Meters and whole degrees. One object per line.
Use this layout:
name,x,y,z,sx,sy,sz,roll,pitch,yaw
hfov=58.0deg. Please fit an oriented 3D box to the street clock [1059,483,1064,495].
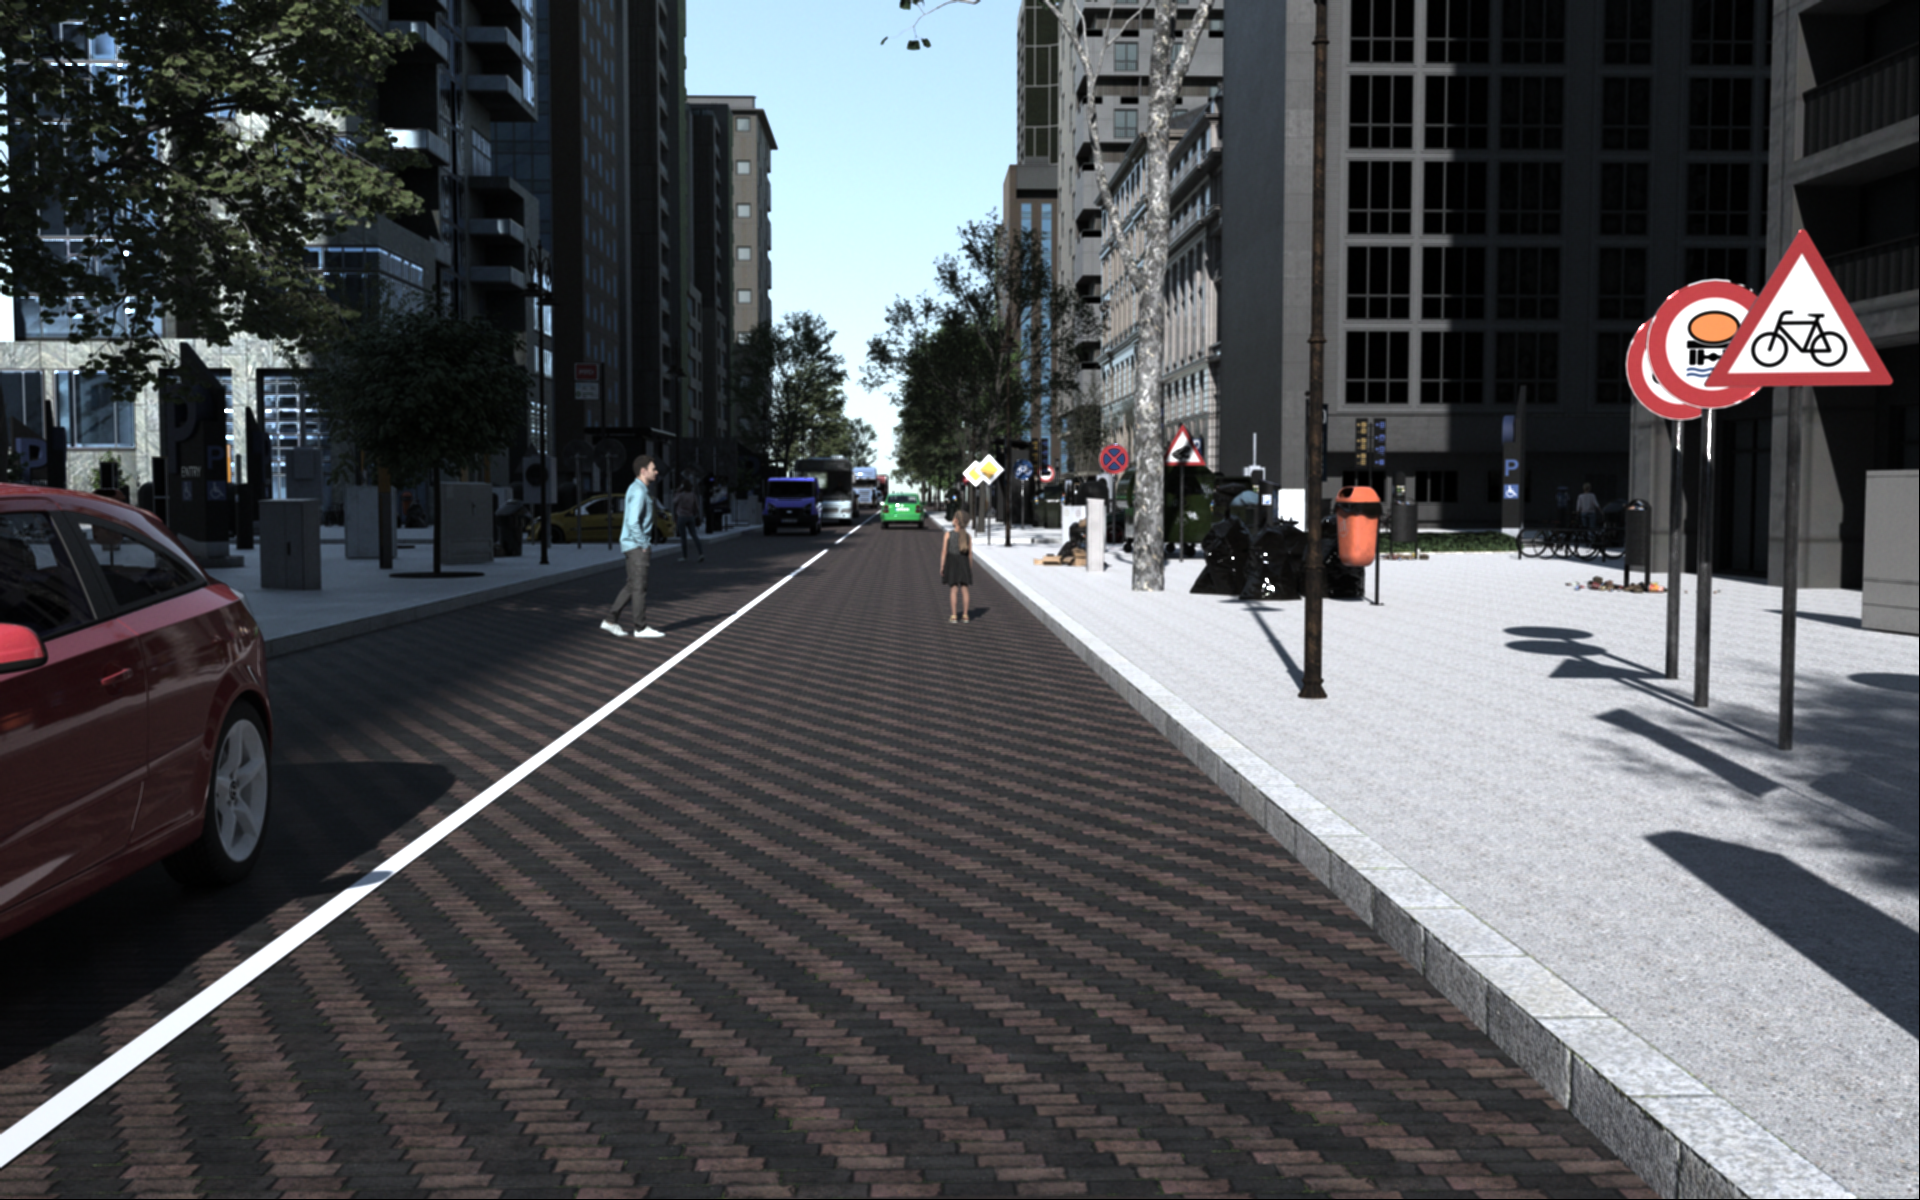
street clock,6.516,-6.575,112.063,0.358,2.002,0.471,-1,4,-21

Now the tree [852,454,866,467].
tree,-16.840,-20.415,284.141,4.737,8.622,4.395,0,3,0

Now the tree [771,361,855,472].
tree,-12.546,-13.902,145.423,7.486,12.596,7.792,0,3,0

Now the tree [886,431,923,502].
tree,-5.211,-20.055,238.272,12.009,13.543,11.850,0,3,0

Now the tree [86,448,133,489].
tree,-34.537,-4.652,70.667,1.663,3.219,1.824,0,3,0

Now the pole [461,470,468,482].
pole,-15.050,-3.594,52.607,0.158,3.312,0.155,0,3,0

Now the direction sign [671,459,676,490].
direction sign,-18.818,-7.392,112.851,0.379,3.537,0.876,3,5,43

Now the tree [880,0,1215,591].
tree,3.564,-10.253,23.527,12.611,20.169,13.585,0,3,0

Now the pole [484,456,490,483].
pole,-13.721,-3.452,50.281,0.158,3.312,0.155,0,3,0

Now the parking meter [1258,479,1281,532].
parking meter,5.188,-1.261,29.035,0.372,1.533,0.369,0,3,0

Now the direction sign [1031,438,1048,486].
direction sign,3.233,-4.800,70.485,0.876,3.537,0.379,-3,4,-38

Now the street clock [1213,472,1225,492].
street clock,8.431,-3.193,56.768,0.471,2.002,0.358,-1,4,-23

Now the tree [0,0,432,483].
tree,-8.099,-5.816,13.213,7.486,12.596,7.792,0,3,0

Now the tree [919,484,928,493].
tree,-5.905,-17.659,283.318,1.663,3.219,1.824,0,3,0

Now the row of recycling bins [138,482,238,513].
row of recycling bins,-26.965,-3.283,60.783,3.534,1.692,1.069,0,4,-7

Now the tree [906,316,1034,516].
tree,0.459,-10.649,99.864,9.928,11.665,9.643,0,3,0

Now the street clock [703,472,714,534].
street clock,-8.125,-3.148,56.046,0.358,2.002,0.471,1,4,11

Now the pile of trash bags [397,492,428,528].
pile of trash bags,-21.264,-3.450,66.152,1.912,1.369,3.447,-1,4,-13

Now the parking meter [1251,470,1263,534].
parking meter,7.174,-2.212,41.877,0.255,1.863,0.399,1,4,17

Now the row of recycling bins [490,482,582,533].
row of recycling bins,-14.403,-3.124,58.196,3.534,1.692,1.069,-2,4,-34

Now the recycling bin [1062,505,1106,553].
recycling bin,2.722,-1.555,37.975,0.722,1.027,0.722,-3,5,-40

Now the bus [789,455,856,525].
bus,-6.344,-5.318,81.809,2.948,3.499,13.247,0,4,-3

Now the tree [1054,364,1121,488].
tree,7.148,-9.103,99.193,4.360,8.622,3.978,0,3,0

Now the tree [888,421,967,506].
tree,-3.290,-16.937,193.924,9.611,12.733,9.660,0,3,0

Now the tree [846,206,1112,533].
tree,0.660,-7.496,56.979,8.767,10.594,7.601,0,4,1

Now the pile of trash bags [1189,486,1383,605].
pile of trash bags,4.235,-0.708,21.330,1.912,1.369,3.447,-1,4,-15

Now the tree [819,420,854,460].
tree,-11.657,-12.465,154.167,4.360,8.622,3.978,0,3,0

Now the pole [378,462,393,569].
pole,-9.877,-2.193,29.704,0.158,3.312,0.155,0,3,0

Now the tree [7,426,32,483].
tree,-22.901,-2.841,41.056,1.663,3.219,1.824,0,3,0

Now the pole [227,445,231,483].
pole,-30.127,-4.743,71.391,0.158,3.312,0.155,0,3,0

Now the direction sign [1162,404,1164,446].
direction sign,4.759,-3.128,43.146,0.876,3.537,0.379,-3,5,-41

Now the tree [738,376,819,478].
tree,-11.441,-9.545,106.417,4.360,8.622,3.978,0,3,0

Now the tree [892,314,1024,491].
tree,-0.195,-12.885,117.319,9.857,13.997,8.962,0,3,0

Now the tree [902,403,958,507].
tree,-2.513,-15.896,178.027,7.486,12.596,7.792,0,3,0

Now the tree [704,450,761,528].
tree,-9.069,-4.590,69.646,1.663,3.219,1.824,0,3,0

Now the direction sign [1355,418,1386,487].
direction sign,12.253,-3.654,51.748,0.876,3.537,0.379,0,4,5

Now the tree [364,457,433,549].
tree,-13.483,-2.834,40.945,1.663,3.219,1.824,0,3,0

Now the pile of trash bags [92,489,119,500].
pile of trash bags,-15.376,-1.124,28.128,3.447,1.369,1.912,-1,4,-17

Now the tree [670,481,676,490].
tree,-18.927,-7.374,115.170,1.663,3.219,1.824,0,3,0

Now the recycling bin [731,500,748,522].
recycling bin,-10.114,-4.105,79.676,0.722,1.027,0.722,-1,4,-20

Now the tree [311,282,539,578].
tree,-8.268,-2.646,26.979,4.285,4.588,4.351,0,3,0

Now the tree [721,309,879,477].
tree,-9.719,-10.459,96.758,9.928,11.665,9.643,0,3,0

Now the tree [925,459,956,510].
tree,-1.225,-9.734,142.871,4.285,4.588,4.351,0,3,0

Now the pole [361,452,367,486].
pole,-21.720,-4.239,63.148,0.158,3.312,0.155,0,3,0

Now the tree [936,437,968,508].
tree,-1.153,-12.615,156.623,4.360,8.622,3.978,0,3,0

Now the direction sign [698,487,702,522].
direction sign,-12.170,-5.412,80.478,0.876,3.537,0.379,-3,5,-45

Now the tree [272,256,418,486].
tree,-18.518,-6.274,52.945,4.737,8.622,4.395,0,3,0
